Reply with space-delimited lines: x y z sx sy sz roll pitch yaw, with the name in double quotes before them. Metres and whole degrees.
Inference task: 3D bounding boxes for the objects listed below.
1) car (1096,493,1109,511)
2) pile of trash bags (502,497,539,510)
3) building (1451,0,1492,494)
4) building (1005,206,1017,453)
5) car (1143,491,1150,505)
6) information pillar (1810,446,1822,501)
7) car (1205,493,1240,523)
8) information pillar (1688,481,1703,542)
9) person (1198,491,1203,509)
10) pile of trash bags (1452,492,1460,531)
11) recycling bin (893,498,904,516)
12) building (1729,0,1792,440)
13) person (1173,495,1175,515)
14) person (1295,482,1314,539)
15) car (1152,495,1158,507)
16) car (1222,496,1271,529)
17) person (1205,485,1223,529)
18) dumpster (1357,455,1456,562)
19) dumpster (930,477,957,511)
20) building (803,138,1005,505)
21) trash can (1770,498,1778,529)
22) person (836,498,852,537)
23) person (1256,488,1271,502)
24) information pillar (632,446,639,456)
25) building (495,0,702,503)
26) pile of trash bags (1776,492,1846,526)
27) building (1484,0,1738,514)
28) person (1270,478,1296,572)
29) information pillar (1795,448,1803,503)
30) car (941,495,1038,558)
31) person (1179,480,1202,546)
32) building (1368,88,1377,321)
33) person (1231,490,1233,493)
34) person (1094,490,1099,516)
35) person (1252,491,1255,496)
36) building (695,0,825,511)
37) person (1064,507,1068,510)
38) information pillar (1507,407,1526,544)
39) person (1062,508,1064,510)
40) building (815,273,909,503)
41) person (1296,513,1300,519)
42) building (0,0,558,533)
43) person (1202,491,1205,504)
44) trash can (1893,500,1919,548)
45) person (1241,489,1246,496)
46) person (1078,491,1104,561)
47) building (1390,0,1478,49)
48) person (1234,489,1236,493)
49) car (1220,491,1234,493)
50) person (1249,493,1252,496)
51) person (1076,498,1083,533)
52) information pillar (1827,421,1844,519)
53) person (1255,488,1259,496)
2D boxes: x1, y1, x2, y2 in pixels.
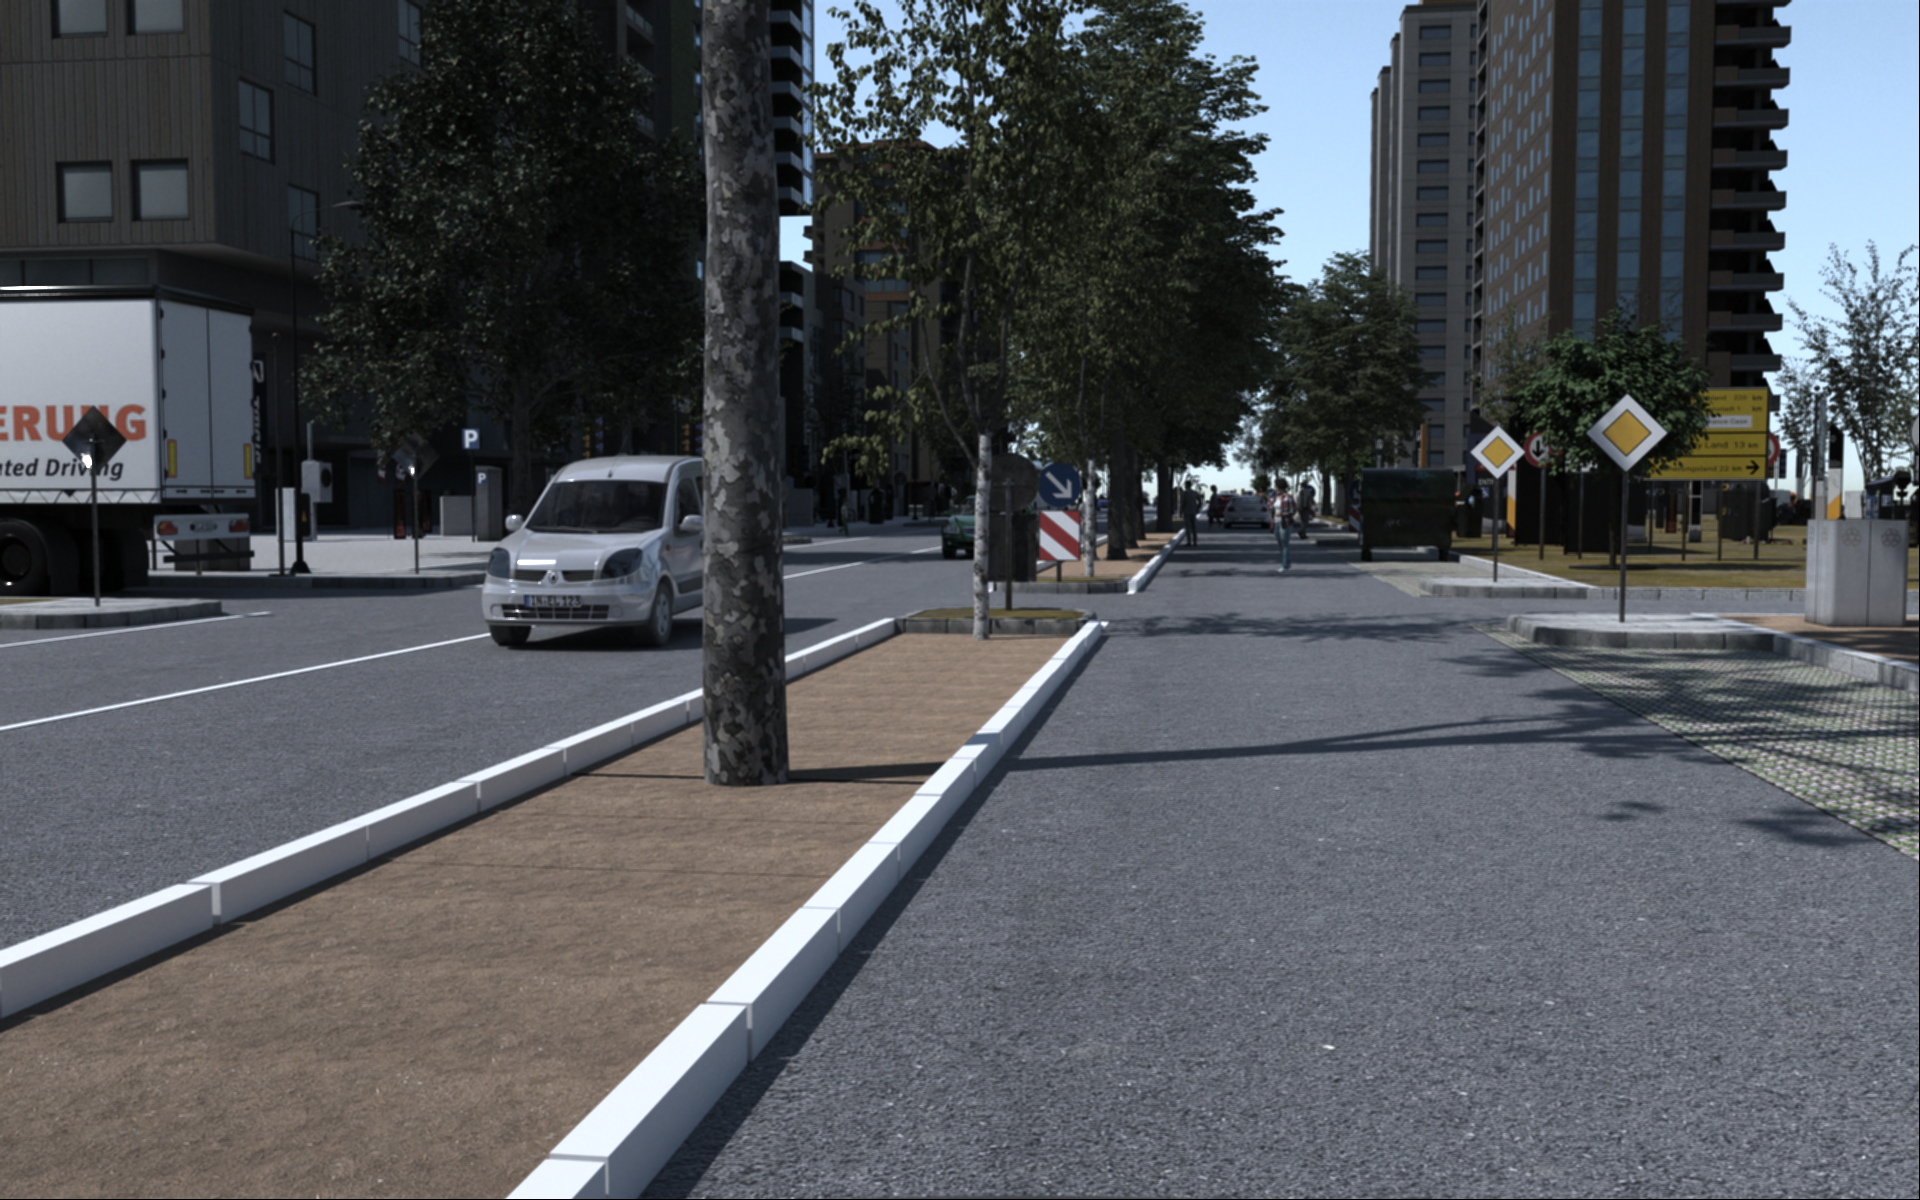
"car" 12.763 -8.622 150.554 1.945 1.707 3.694 0 4 8
"pile of trash bags" -15.871 -3.450 66.159 3.447 1.369 1.912 -2 4 -31
"building" 52.916 -43.220 144.899 20.563 71.187 20.611 1 4 8
"building" -3.663 -36.083 244.576 22.147 44.769 28.867 1 4 8
"car" 22.970 -12.931 220.090 2.281 1.827 5.304 1 4 10
"information pillar" 38.317 -5.268 77.479 0.504 3.616 0.183 1 4 20
"car" 13.431 -4.786 87.284 2.155 1.783 4.494 0 4 8
"information pillar" 19.638 -2.554 46.246 0.304 2.012 0.304 1 4 15
"person" 22.832 -9.497 164.695 0.541 1.710 0.530 1 4 22
"pile of trash bags" 17.096 -3.083 60.166 3.447 1.369 1.912 0 4 0
"recycling bin" -3.495 -5.417 101.122 0.722 1.027 0.722 -1 4 -11
"building" 44.994 -28.412 114.652 14.600 45.320 14.200 1 4 8
"person" 14.248 -6.598 116.470 1.348 1.812 0.705 0 4 4
"person" 10.985 -2.852 55.235 0.679 1.850 0.850 3 4 36
"car" 21.769 -10.688 187.329 1.945 1.354 3.894 0 4 7
"car" 12.102 -3.717 73.140 2.083 1.381 4.827 0 4 8
"person" 10.312 -3.764 70.217 0.728 1.800 0.709 1 4 10
"dumpster" 9.426 -1.939 36.656 1.985 2.255 1.502 1 4 9
"dumpster" -1.074 -5.995 100.519 1.502 2.255 1.985 1 4 8
"building" -7.447 -34.335 216.008 22.147 44.769 28.867 1 4 8
"trash can" 29.802 -3.198 63.938 0.748 1.137 0.748 0 3 0
"person" -3.862 -2.738 57.511 0.590 1.304 0.306 -2 4 -33
"person" 17.872 -5.763 102.742 1.348 1.823 0.705 2 4 35
"information pillar" -15.881 -5.705 84.634 0.183 3.616 0.504 3 4 36
"building" -22.693 -25.004 92.403 14.154 41.232 14.086 1 4 8
"pile of trash bags" 33.743 -3.701 70.265 3.447 1.369 1.912 -1 4 -16
"building" 47.447 -29.266 128.617 14.600 45.320 14.200 1 4 8
"person" 5.951 -1.374 31.796 0.643 1.720 0.563 -2 4 -30
"information pillar" 42.609 -5.907 87.928 0.504 3.616 0.183 -2 4 -34
"car" 0.786 -1.726 40.026 2.131 1.459 4.920 1 4 10
"person" 6.319 -2.383 47.569 0.635 1.810 0.391 -2 4 -29
"building" 67.061 -42.604 238.573 21.231 58.520 28.212 1 4 8
"person" 21.603 -7.872 137.999 1.217 1.735 0.721 2 4 34
"person" 9.115 -6.521 115.796 0.721 1.739 1.217 0 4 -6
"person" 36.347 -12.623 214.752 0.709 1.838 0.599 2 4 24
"building" -21.963 -49.378 120.001 22.319 86.520 31.000 1 4 8
"person" 6.867 -6.140 112.151 1.065 1.426 0.557 -2 4 -30
"information pillar" 14.250 -3.239 44.313 0.183 3.616 0.504 -2 4 -33
"person" 5.669 -5.356 96.275 0.606 1.804 0.583 1 4 22
"building" -20.667 -18.795 152.330 27.650 21.520 28.899 1 4 8
"person" 19.366 -5.258 98.741 0.394 1.301 0.425 3 5 42
"building" -33.228 -29.072 64.560 28.713 52.752 27.495 1 4 8
"person" 35.503 -14.936 252.795 0.705 1.812 1.348 0 4 -3
"trash can" 22.700 -1.825 41.496 0.748 1.137 0.748 0 3 0
"person" 20.282 -7.080 124.353 0.705 1.812 1.348 -1 4 -13
"person" 2.772 -1.582 36.955 0.523 1.515 0.503 2 4 28
"building" 62.826 -40.886 210.492 21.231 58.520 28.212 1 4 8
"person" 18.199 -6.455 114.593 0.990 1.755 0.434 2 4 24
"car" 29.033 -10.996 188.449 2.281 1.827 5.304 0 4 7
"person" 15.396 -4.935 91.787 0.523 1.515 0.503 2 4 35
"person" 4.445 -3.144 64.169 0.640 1.303 0.475 2 4 28
"information pillar" 28.132 -3.934 55.679 0.183 3.616 0.504 -2 4 -25
"person" 19.720 -6.487 114.653 0.705 1.812 1.348 0 4 2
